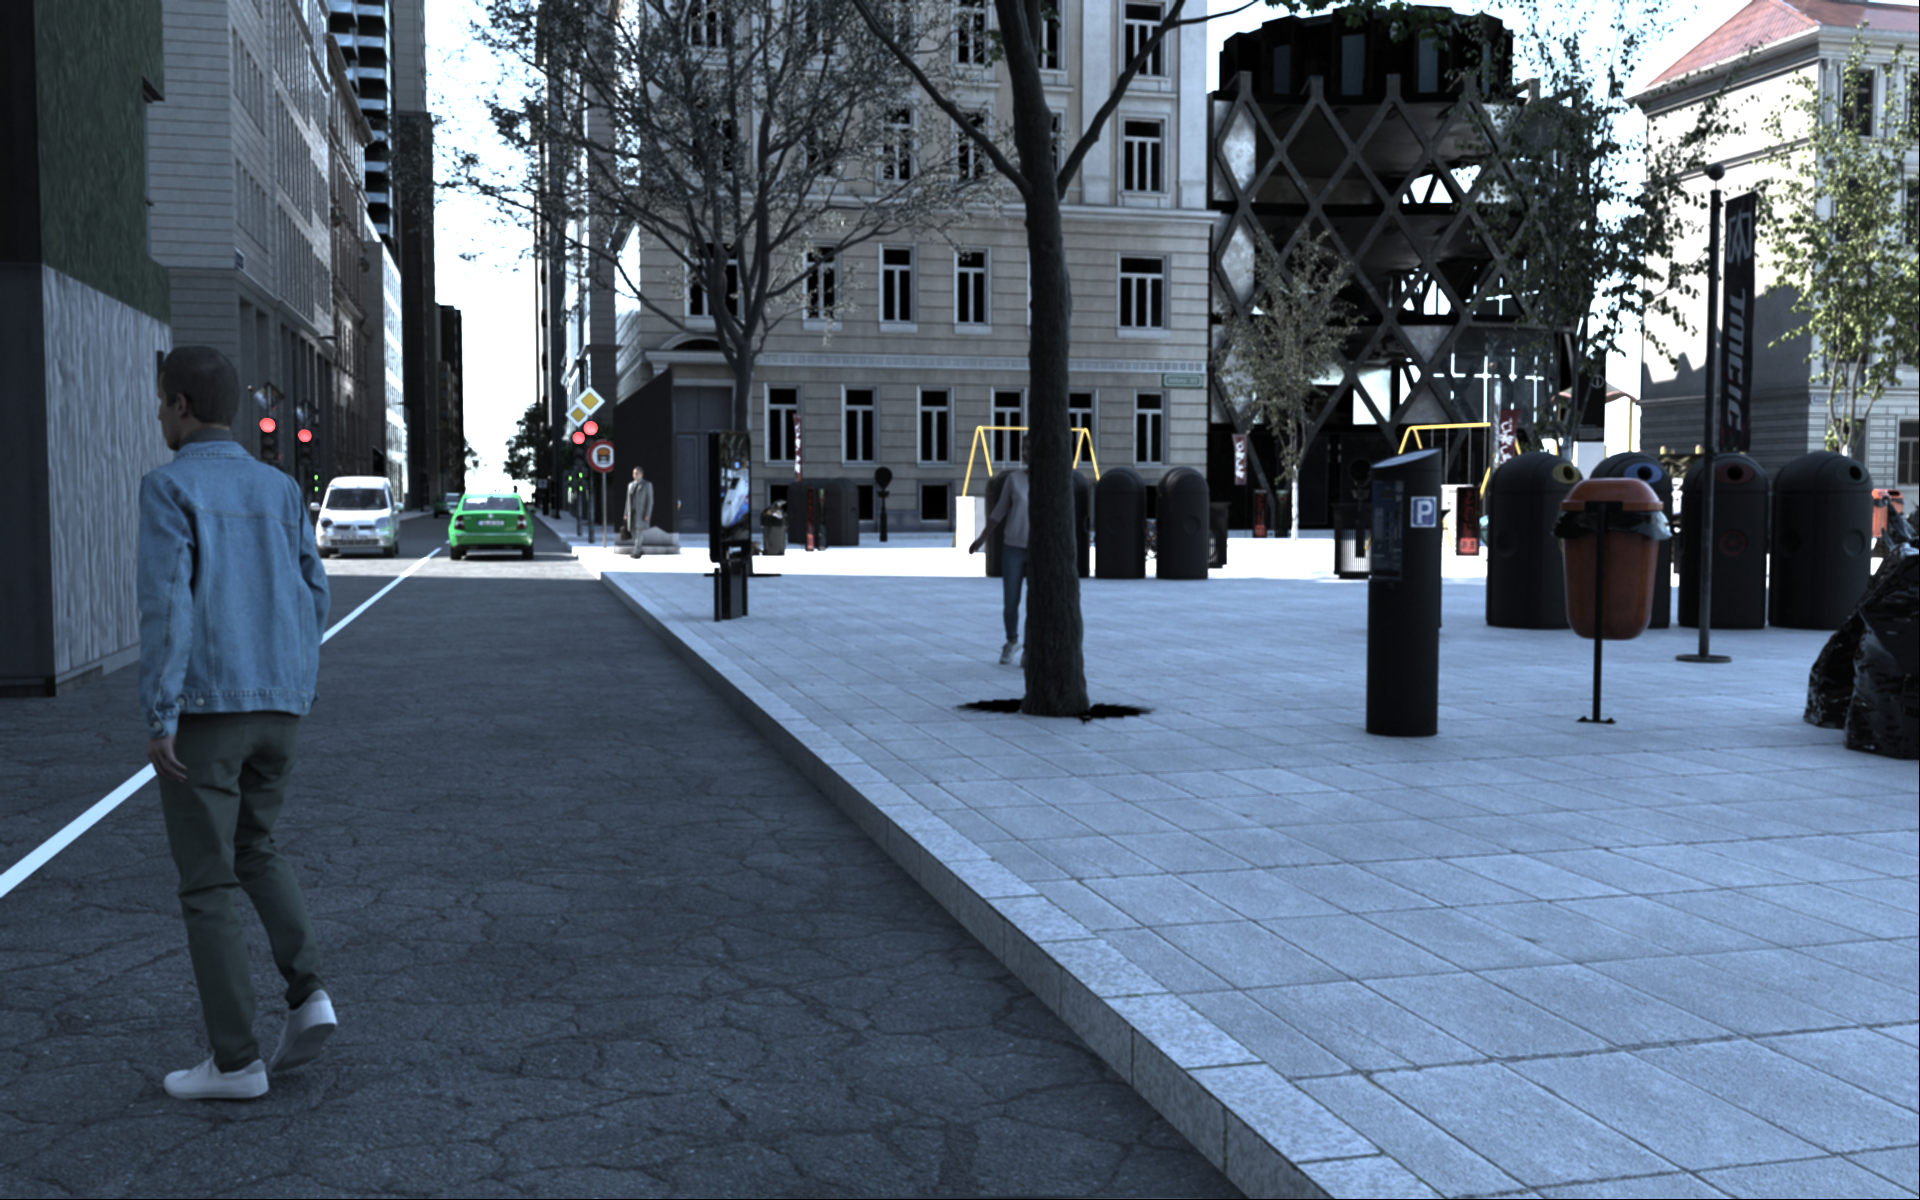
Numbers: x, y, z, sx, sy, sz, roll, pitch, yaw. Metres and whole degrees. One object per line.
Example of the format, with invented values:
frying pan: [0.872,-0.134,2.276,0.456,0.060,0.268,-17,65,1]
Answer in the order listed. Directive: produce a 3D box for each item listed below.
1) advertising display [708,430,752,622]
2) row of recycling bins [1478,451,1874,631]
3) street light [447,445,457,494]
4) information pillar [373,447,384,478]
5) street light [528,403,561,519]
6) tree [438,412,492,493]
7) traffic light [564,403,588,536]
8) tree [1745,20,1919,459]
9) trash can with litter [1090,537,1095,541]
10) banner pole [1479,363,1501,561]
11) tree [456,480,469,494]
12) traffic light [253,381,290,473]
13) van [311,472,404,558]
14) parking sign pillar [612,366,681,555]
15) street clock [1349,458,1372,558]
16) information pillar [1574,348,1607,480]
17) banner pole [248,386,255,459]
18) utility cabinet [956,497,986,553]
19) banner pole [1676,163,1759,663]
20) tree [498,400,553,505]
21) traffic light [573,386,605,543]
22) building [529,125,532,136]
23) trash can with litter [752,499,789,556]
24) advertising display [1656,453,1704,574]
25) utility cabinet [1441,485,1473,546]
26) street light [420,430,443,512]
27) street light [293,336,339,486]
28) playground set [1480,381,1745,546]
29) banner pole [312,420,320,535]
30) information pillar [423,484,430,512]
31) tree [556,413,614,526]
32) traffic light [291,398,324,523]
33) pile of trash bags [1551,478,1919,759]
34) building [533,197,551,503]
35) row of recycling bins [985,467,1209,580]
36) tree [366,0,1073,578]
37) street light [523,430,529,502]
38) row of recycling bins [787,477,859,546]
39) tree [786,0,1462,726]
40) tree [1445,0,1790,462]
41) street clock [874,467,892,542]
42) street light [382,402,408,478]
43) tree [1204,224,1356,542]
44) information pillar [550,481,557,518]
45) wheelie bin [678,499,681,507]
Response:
advertising display: [-2.355,-0.770,17.798,0.123,1.923,0.974,1,4,12]
row of recycling bins: [6.900,-0.588,16.734,3.534,1.692,1.069,0,4,2]
street light: [-47.944,-11.604,162.264,1.470,5.913,1.316,-1,4,-15]
information pillar: [-28.474,-5.715,84.787,0.504,3.616,0.183,-1,4,-10]
street light: [-21.112,-7.084,88.368,1.470,5.913,1.316,-1,4,-15]
tree: [-57.129,-15.875,193.963,7.601,10.594,8.767,3,4,39]
traffic light: [-11.630,-3.904,52.759,0.839,4.253,0.868,-1,4,-15]
tree: [14.612,-4.746,27.953,4.737,8.622,4.395,0,3,0]
trash can with litter: [3.193,-2.131,45.899,2.233,1.210,1.678,-3,5,-41]
banner pole: [10.262,-2.645,33.258,0.401,3.779,0.863,2,4,31]
tree: [-67.390,-14.644,234.023,1.663,3.219,1.824,0,3,0]
traffic light: [-17.132,-3.312,43.070,0.839,4.253,0.868,-1,4,-15]
van: [-13.925,-2.027,40.149,2.013,2.044,4.112,-1,4,-16]
parking sign pillar: [-6.668,-2.953,36.752,1.447,3.967,1.447,1,4,8]
street clock: [8.086,-1.859,34.967,0.471,2.002,0.358,1,4,17]
information pillar: [10.033,-2.215,27.572,0.504,3.616,0.183,0,4,-5]
banner pole: [-16.536,-3.087,40.494,0.401,3.779,0.863,-2,4,-25]
utility cabinet: [0.251,-1.644,38.040,0.306,1.237,1.020,-1,4,-22]
banner pole: [5.738,-1.406,12.998,0.401,3.779,0.863,0,4,-2]
tree: [-50.749,-17.795,207.951,9.611,12.733,9.660,0,3,0]
traffic light: [-9.623,-3.432,45.029,0.839,4.253,0.868,-1,4,-15]
building: [-42.625,-39.351,232.634,28.713,52.752,27.495,-1,4,-15]
trash can with litter: [-4.103,-1.507,36.027,1.055,1.170,0.624,1,4,16]
advertising display: [11.593,-1.371,27.623,0.974,1.923,0.123,3,5,44]
utility cabinet: [11.948,-2.060,42.360,0.318,1.500,1.173,-3,4,-37]
street light: [-38.358,-9.340,125.250,1.470,5.913,1.316,-1,4,-15]
street light: [-18.885,-4.785,50.769,1.470,5.913,1.316,-1,4,-15]
playground set: [15.640,-3.380,42.036,5.302,4.214,5.637,-1,4,-16]
banner pole: [-20.075,-3.913,53.997,0.401,3.779,0.863,-2,4,-35]
information pillar: [-38.058,-7.280,123.517,0.304,2.012,0.304,2,4,34]
tree: [-15.784,-5.603,75.329,4.285,4.588,4.351,0,3,0]
traffic light: [-19.139,-3.785,50.800,0.839,4.253,0.868,-1,4,-15]
pile of trash bags: [4.903,0.035,9.173,3.447,1.369,1.912,2,4,32]
building: [-54.577,-36.778,251.430,14.600,45.320,14.200,-1,4,-15]
row of recycling bins: [2.073,-1.191,26.582,3.534,1.692,1.069,1,4,17]
tree: [-3.428,-7.117,26.739,12.009,13.543,11.850,0,3,0]
street light: [-30.587,-9.334,125.159,1.470,5.913,1.316,-1,4,-15]
row of recycling bins: [-3.530,-2.254,43.958,1.069,1.692,3.534,-2,4,-25]
tree: [0.423,-5.148,9.918,9.928,11.665,9.643,0,3,0]
tree: [8.053,-4.400,22.311,4.360,8.622,3.978,0,3,0]
street clock: [-2.059,-2.571,46.608,0.471,2.002,0.358,0,4,3]
street light: [-28.597,-7.038,87.605,1.470,5.913,1.316,-1,4,-15]
tree: [8.812,-5.883,46.546,4.360,8.622,3.978,0,3,0]
information pillar: [-22.083,-5.488,94.227,0.304,2.012,0.304,1,4,9]
wheelie bin: [-6.704,-1.883,38.697,0.980,1.594,0.693,0,4,1]
